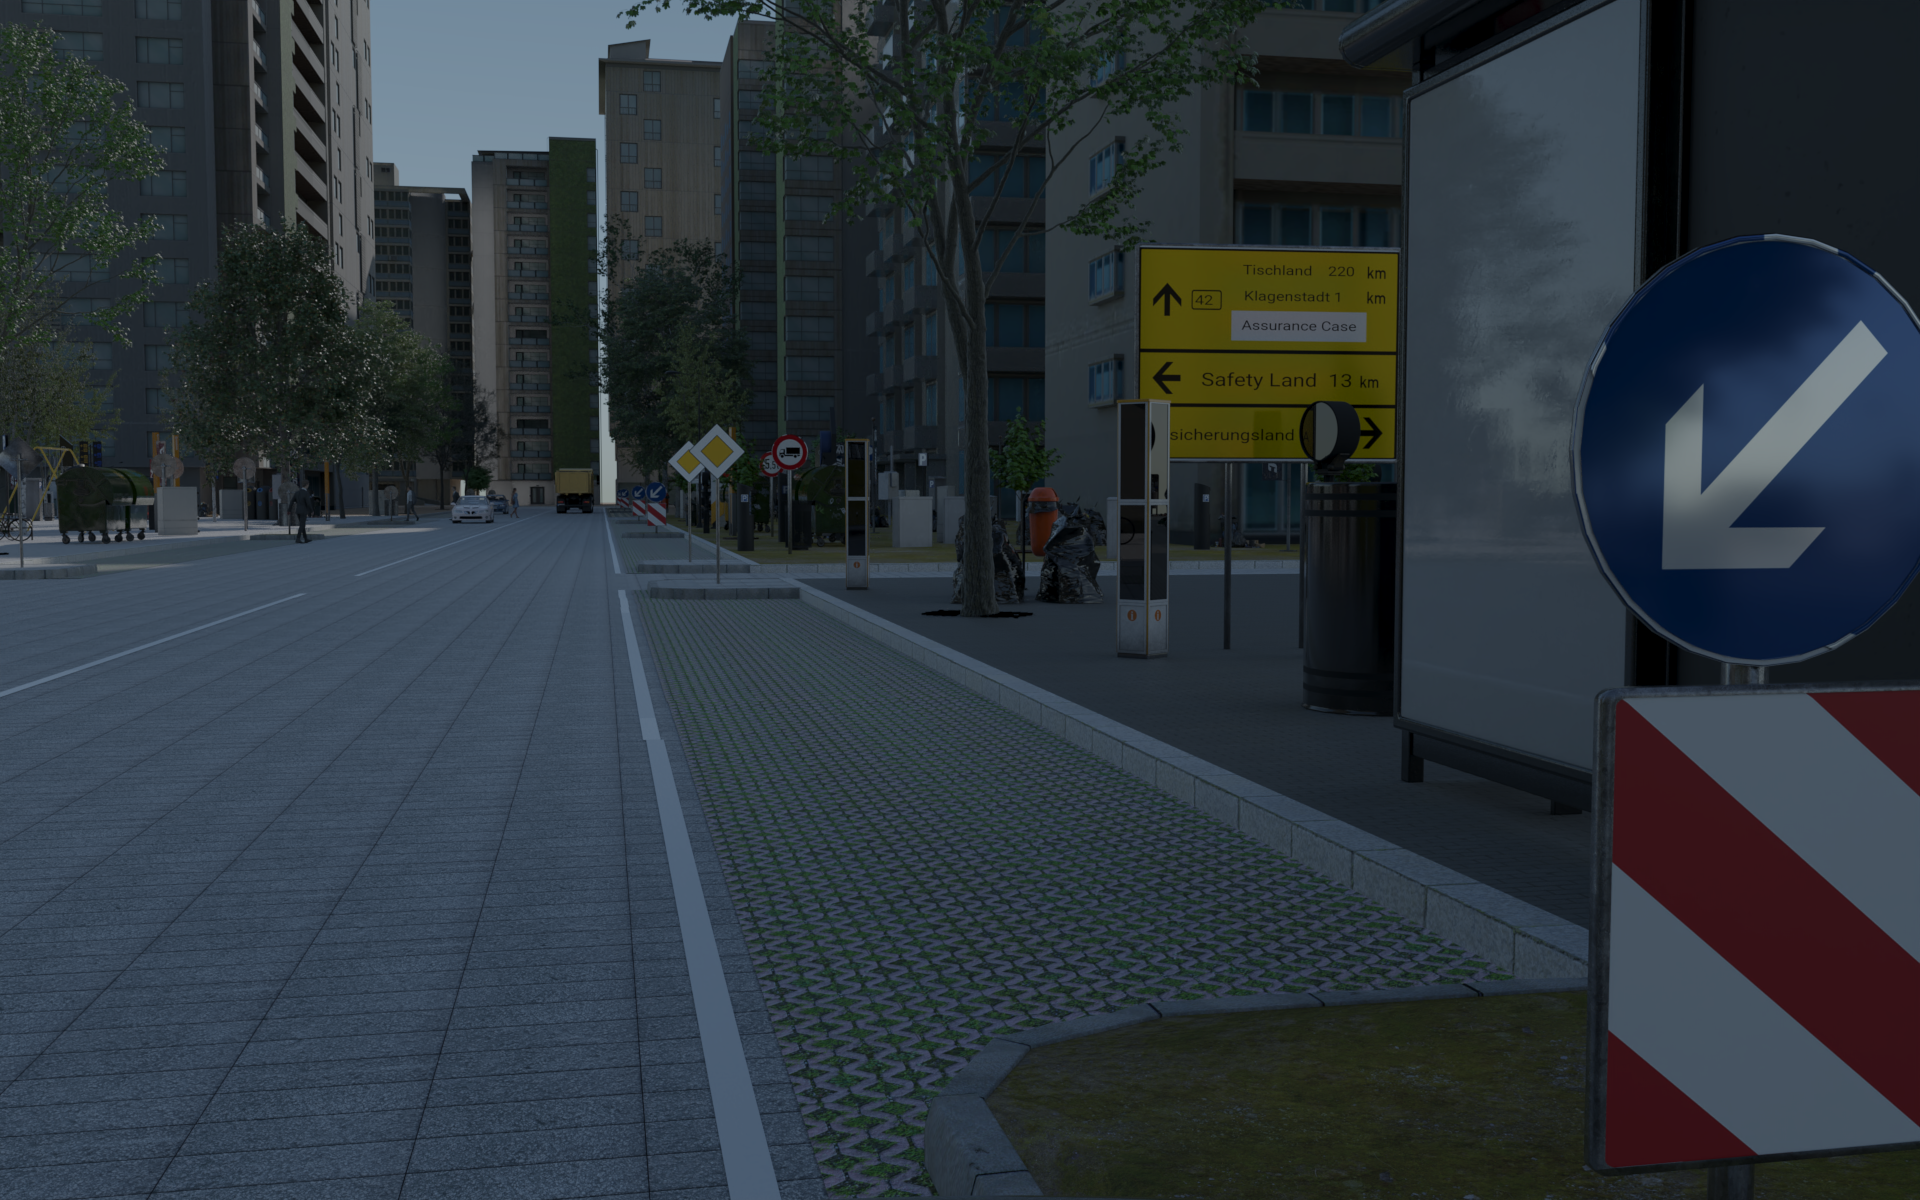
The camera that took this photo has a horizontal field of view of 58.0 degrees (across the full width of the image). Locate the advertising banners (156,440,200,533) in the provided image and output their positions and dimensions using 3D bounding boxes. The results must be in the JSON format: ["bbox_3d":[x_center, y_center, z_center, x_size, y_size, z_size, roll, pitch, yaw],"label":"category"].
[{"bbox_3d":[-25.436,-3.675,56.277,2.074,3.025,0.090,2,4,30],"label":"advertising banners"}]

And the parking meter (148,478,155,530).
[{"bbox_3d":[-28.820,-3.433,61.839,0.255,1.863,0.399,-1,4,-16],"label":"parking meter"}]

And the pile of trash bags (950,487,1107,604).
[{"bbox_3d":[0.910,-0.734,21.747,1.912,1.369,3.447,0,4,7],"label":"pile of trash bags"}]

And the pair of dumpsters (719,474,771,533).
[{"bbox_3d":[-7.329,-3.481,59.415,1.574,2.255,4.437,-1,4,-12],"label":"pair of dumpsters"}]

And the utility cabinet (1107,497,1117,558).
[{"bbox_3d":[3.451,-1.431,34.556,1.020,1.237,0.306,1,4,13],"label":"utility cabinet"}]

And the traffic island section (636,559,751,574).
[{"bbox_3d":[-5.059,-0.631,32.603,2.009,0.180,2.903,-1,4,-12],"label":"traffic island section"}]

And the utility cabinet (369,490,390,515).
[{"bbox_3d":[-34.350,-5.738,102.493,1.173,1.500,0.318,0,4,-3],"label":"utility cabinet"}]

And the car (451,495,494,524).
[{"bbox_3d":[-24.137,-4.497,85.895,2.083,1.381,4.827,-1,4,-13],"label":"car"}]

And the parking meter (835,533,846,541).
[{"bbox_3d":[-3.256,-2.568,47.701,0.399,1.863,0.255,2,4,24],"label":"parking meter"}]

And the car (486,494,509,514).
[{"bbox_3d":[-33.179,-6.826,123.613,2.014,1.417,4.499,-1,4,-11],"label":"car"}]

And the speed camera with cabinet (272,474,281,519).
[{"bbox_3d":[-30.828,-5.174,78.925,0.660,3.252,2.038,-1,4,-9],"label":"speed camera with cabinet"}]

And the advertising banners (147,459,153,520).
[{"bbox_3d":[-40.310,-5.488,85.911,0.090,3.025,2.074,-1,4,-8],"label":"advertising banners"}]

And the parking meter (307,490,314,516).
[{"bbox_3d":[-37.214,-5.556,99.244,0.372,1.533,0.369,0,3,0],"label":"parking meter"}]

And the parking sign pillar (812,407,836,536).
[{"bbox_3d":[-4.013,-3.946,52.989,1.447,3.967,1.447,0,4,-7],"label":"parking sign pillar"}]

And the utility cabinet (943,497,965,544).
[{"bbox_3d":[0.081,-2.061,44.867,1.020,1.237,0.306,0,4,-4],"label":"utility cabinet"}]

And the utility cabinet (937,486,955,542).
[{"bbox_3d":[-0.390,-2.299,46.266,0.318,1.500,1.173,1,4,9],"label":"utility cabinet"}]

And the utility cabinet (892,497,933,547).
[{"bbox_3d":[-1.157,-1.885,41.979,1.020,1.237,0.306,-3,4,-38],"label":"utility cabinet"}]

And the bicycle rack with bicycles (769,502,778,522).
[{"bbox_3d":[-9.470,-4.125,80.832,2.925,0.926,2.852,-1,4,-22],"label":"bicycle rack with bicycles"}]

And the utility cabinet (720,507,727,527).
[{"bbox_3d":[-8.746,-3.541,66.572,1.173,1.500,0.318,-2,4,-25],"label":"utility cabinet"}]

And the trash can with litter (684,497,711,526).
[{"bbox_3d":[-10.438,-3.519,68.919,1.055,1.170,0.624,1,4,12],"label":"trash can with litter"}]

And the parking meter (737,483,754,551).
[{"bbox_3d":[-4.827,-1.870,38.984,0.372,1.533,0.369,0,3,0],"label":"parking meter"}]

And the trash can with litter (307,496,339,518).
[{"bbox_3d":[-34.728,-5.036,93.403,2.233,1.210,1.678,-1,4,-10],"label":"trash can with litter"}]

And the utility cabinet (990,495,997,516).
[{"bbox_3d":[0.896,-3.221,63.818,1.020,1.237,0.306,-3,4,-39],"label":"utility cabinet"}]

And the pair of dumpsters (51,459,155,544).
[{"bbox_3d":[-22.848,-2.675,46.231,1.574,2.255,4.437,-1,4,-12],"label":"pair of dumpsters"}]

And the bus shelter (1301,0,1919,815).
[{"bbox_3d":[3.046,-1.756,6.335,2.179,5.291,8.768,-1,4,-12],"label":"bus shelter"}]

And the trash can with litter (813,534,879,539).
[{"bbox_3d":[-3.498,-2.379,49.957,2.233,1.210,1.678,0,4,3],"label":"trash can with litter"}]

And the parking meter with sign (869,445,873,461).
[{"bbox_3d":[-3.719,-4.066,62.743,0.543,3.016,1.738,-2,4,-29],"label":"parking meter with sign"}]

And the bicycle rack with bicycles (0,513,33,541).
[{"bbox_3d":[-26.574,-2.064,47.126,2.925,0.926,2.852,0,4,6],"label":"bicycle rack with bicycles"}]

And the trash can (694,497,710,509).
[{"bbox_3d":[-11.538,-4.027,77.489,0.748,1.137,0.748,0,3,0],"label":"trash can"}]

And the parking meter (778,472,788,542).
[{"bbox_3d":[-4.649,-2.480,46.256,0.399,1.863,0.255,-1,4,-16],"label":"parking meter"}]

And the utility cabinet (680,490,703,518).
[{"bbox_3d":[-14.034,-5.003,90.473,1.173,1.500,0.318,-3,4,-38],"label":"utility cabinet"}]

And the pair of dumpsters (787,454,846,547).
[{"bbox_3d":[-3.367,-2.526,43.801,1.574,2.255,4.437,-1,4,-12],"label":"pair of dumpsters"}]

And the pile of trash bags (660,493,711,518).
[{"bbox_3d":[-15.435,-5.333,96.945,3.447,1.369,1.912,2,4,27],"label":"pile of trash bags"}]

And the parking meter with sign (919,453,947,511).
[{"bbox_3d":[-0.933,-4.759,74.078,1.738,3.016,0.543,-3,5,-42],"label":"parking meter with sign"}]

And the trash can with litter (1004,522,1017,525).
[{"bbox_3d":[1.238,-3.705,71.634,2.233,1.210,1.678,1,4,9],"label":"trash can with litter"}]

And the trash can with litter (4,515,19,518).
[{"bbox_3d":[-51.019,-5.105,94.525,2.233,1.210,1.678,-2,4,-34],"label":"trash can with litter"}]

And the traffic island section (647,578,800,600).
[{"bbox_3d":[-3.437,-0.153,24.784,2.009,0.180,2.903,-1,4,-12],"label":"traffic island section"}]

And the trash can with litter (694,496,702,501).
[{"bbox_3d":[-12.400,-4.523,85.014,2.233,1.210,1.678,0,4,-5],"label":"trash can with litter"}]

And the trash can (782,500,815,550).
[{"bbox_3d":[-3.694,-1.708,39.578,0.748,1.137,0.748,0,3,0],"label":"trash can"}]

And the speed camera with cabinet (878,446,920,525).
[{"bbox_3d":[-2.518,-4.731,71.683,0.660,3.252,2.038,3,4,38],"label":"speed camera with cabinet"}]

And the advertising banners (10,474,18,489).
[{"bbox_3d":[-49.167,-5.819,91.328,2.074,3.025,0.090,0,4,4],"label":"advertising banners"}]

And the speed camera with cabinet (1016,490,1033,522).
[{"bbox_3d":[3.622,-5.202,79.395,2.038,3.252,0.660,0,4,-6],"label":"speed camera with cabinet"}]

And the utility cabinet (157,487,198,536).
[{"bbox_3d":[-24.032,-2.722,53.176,0.318,1.500,1.173,2,4,30],"label":"utility cabinet"}]

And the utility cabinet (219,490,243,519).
[{"bbox_3d":[-36.801,-4.826,87.585,0.318,1.500,1.173,3,5,43],"label":"utility cabinet"}]

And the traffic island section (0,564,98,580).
[{"bbox_3d":[-16.410,-0.488,30.263,2.009,0.180,2.903,-1,4,-12],"label":"traffic island section"}]

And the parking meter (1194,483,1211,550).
[{"bbox_3d":[5.597,-1.934,40.028,0.372,1.533,0.369,0,3,0],"label":"parking meter"}]

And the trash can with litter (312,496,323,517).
[{"bbox_3d":[-35.772,-5.189,96.225,0.624,1.170,1.055,0,4,-6],"label":"trash can with litter"}]

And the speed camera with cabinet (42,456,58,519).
[{"bbox_3d":[-47.277,-5.846,89.921,0.660,3.252,2.038,1,4,10],"label":"speed camera with cabinet"}]
